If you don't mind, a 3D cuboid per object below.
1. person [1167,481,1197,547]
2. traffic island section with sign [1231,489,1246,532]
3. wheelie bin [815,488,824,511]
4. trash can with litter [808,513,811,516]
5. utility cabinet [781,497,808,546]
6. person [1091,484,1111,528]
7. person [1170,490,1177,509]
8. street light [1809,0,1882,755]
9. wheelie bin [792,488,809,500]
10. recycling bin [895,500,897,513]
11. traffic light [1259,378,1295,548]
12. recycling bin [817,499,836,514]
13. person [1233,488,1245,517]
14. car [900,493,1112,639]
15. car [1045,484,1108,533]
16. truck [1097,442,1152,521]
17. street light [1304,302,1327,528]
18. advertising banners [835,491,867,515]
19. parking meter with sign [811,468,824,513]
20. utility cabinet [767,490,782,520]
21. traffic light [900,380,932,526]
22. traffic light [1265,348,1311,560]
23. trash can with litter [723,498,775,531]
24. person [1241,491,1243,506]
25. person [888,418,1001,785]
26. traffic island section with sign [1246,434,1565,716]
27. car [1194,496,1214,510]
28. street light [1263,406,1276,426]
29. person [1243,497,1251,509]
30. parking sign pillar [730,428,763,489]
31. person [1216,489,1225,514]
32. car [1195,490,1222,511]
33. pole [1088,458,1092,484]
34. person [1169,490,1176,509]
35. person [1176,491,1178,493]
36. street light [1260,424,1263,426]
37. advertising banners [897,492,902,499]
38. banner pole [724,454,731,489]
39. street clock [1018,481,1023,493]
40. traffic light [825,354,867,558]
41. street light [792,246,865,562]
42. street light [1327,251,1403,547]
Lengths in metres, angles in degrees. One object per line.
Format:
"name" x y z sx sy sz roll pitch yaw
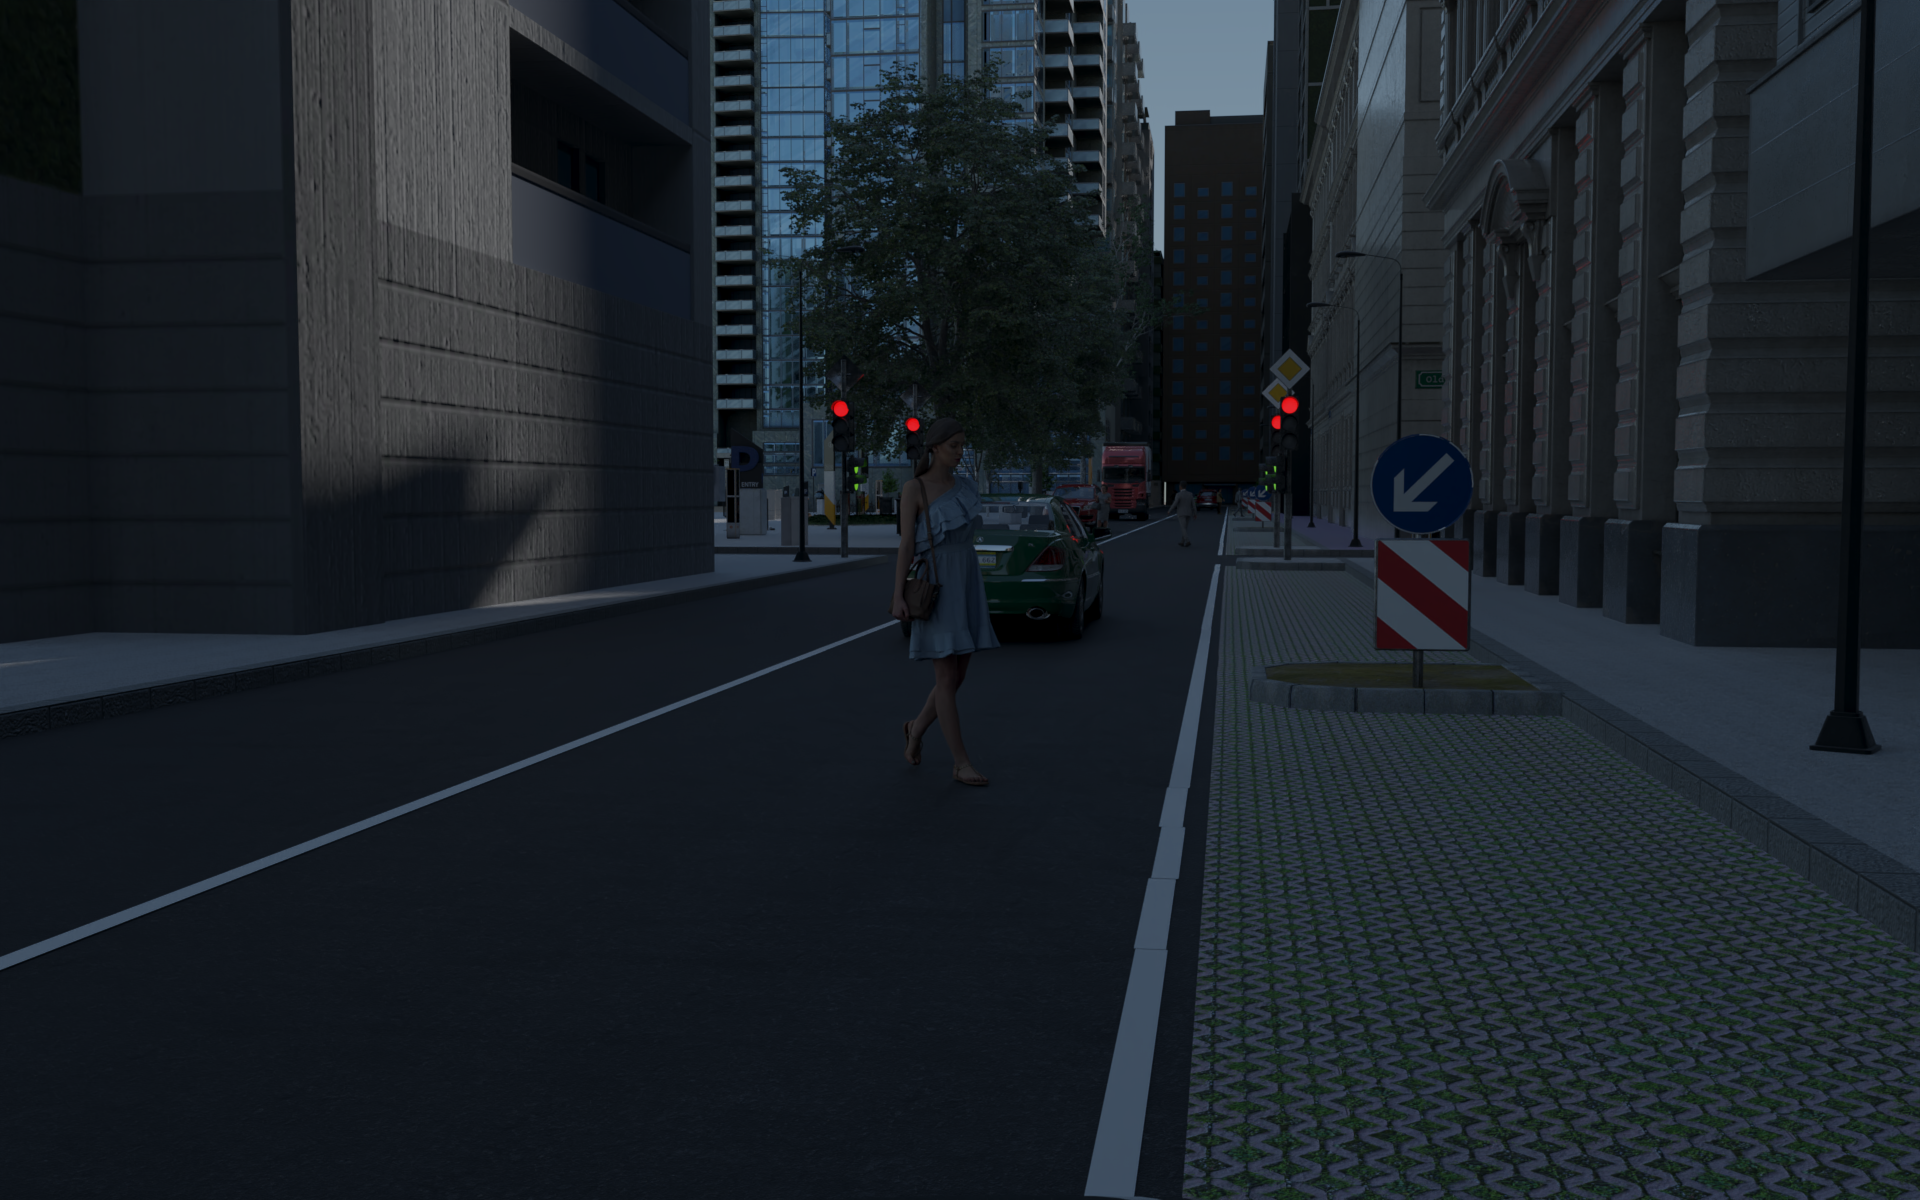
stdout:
"person" 6.097 -2.349 47.176 0.678 1.792 0.850 -2 4 -25
"traffic island section with sign" 11.440 -3.512 66.056 1.989 1.847 2.006 1 4 9
"wheelie bin" -6.920 -4.833 86.931 0.693 1.594 0.980 0 4 3
"trash can with litter" -8.815 -5.146 95.528 0.624 1.170 1.055 -2 4 -26
"utility cabinet" -4.149 -1.971 43.393 0.306 1.237 1.020 1 4 20
"person" 4.857 -3.123 59.912 0.716 1.782 0.532 1 4 20
"person" 20.423 -9.512 164.037 1.348 1.821 0.705 2 4 33
"street light" 3.914 -2.206 8.610 1.470 5.913 1.316 1 4 9
"wheelie bin" -8.379 -5.091 91.151 0.980 1.594 0.693 1 4 11
"recycling bin" -3.284 -5.138 96.554 0.722 1.027 0.722 0 4 -2
"traffic light" 7.574 -3.211 41.423 0.839 4.253 0.868 1 4 9
"recycling bin" -6.357 -4.274 82.438 0.722 1.027 0.722 -2 4 -27
"person" 17.500 -6.108 108.474 0.850 1.850 0.679 -1 4 -10
"car" 0.533 -0.420 18.659 2.131 1.459 4.920 1 4 9
"car" 4.355 -3.428 64.717 2.281 1.827 5.304 1 4 11
"truck" 9.208 -6.532 95.708 2.839 4.237 11.283 0 4 7
"street light" 9.080 -4.248 41.994 1.470 5.913 1.316 1 4 9
"advertising banners" -5.110 -4.967 77.403 2.074 3.025 0.090 1 4 23
"parking meter with sign" -9.152 -7.354 116.496 1.738 3.016 0.543 2 4 28
"utility cabinet" -9.518 -4.871 88.324 0.318 1.500 1.173 2 4 28
"traffic light" -1.085 -3.292 42.752 0.839 4.253 0.868 1 4 9
"traffic light" 6.344 -2.729 33.533 0.839 4.253 0.868 1 4 9
"trash can with litter" -7.410 -3.059 61.072 2.233 1.210 1.678 -2 4 -32
"person" 26.945 -9.531 165.051 1.217 1.743 0.721 3 4 38
"person" -0.124 -0.008 8.720 0.616 1.811 0.778 -2 4 -35
"traffic island section with sign" 3.048 -0.217 12.174 1.989 1.847 2.006 1 4 9
"car" 22.110 -9.078 157.213 1.959 1.807 4.718 1 4 10
"street light" 16.878 -7.262 91.279 1.470 5.913 1.316 1 4 9
"person" 24.374 -8.549 148.285 1.348 1.824 0.705 -3 4 -39
"parking sign pillar" -8.643 -4.998 70.194 1.447 3.967 1.447 0 4 2
"person" 18.437 -6.993 122.931 0.705 1.812 1.348 -1 4 -13
"car" 21.100 -8.468 147.117 2.281 1.827 5.304 1 4 8
"pole" 7.119 -6.165 94.641 0.158 3.312 0.155 0 3 0
"person" 20.737 -9.762 168.113 0.705 1.822 1.348 2 4 35
"person" 21.246 -9.875 170.671 0.721 1.736 1.217 1 4 8
"street light" 20.669 -8.740 115.441 1.470 5.913 1.316 1 4 9
"advertising banners" -3.198 -7.310 115.709 2.074 3.025 0.090 -1 4 -13
"banner pole" -14.521 -7.255 108.639 0.863 3.779 0.401 3 5 43
"street clock" 3.450 -5.785 99.151 0.358 2.002 0.471 1 4 9
"traffic light" -2.315 -2.810 34.862 0.839 4.253 0.868 1 4 9
"street light" -2.465 -3.676 32.638 1.470 5.913 1.316 1 4 9
"street light" 7.862 -3.709 33.182 1.470 5.913 1.316 1 4 9
